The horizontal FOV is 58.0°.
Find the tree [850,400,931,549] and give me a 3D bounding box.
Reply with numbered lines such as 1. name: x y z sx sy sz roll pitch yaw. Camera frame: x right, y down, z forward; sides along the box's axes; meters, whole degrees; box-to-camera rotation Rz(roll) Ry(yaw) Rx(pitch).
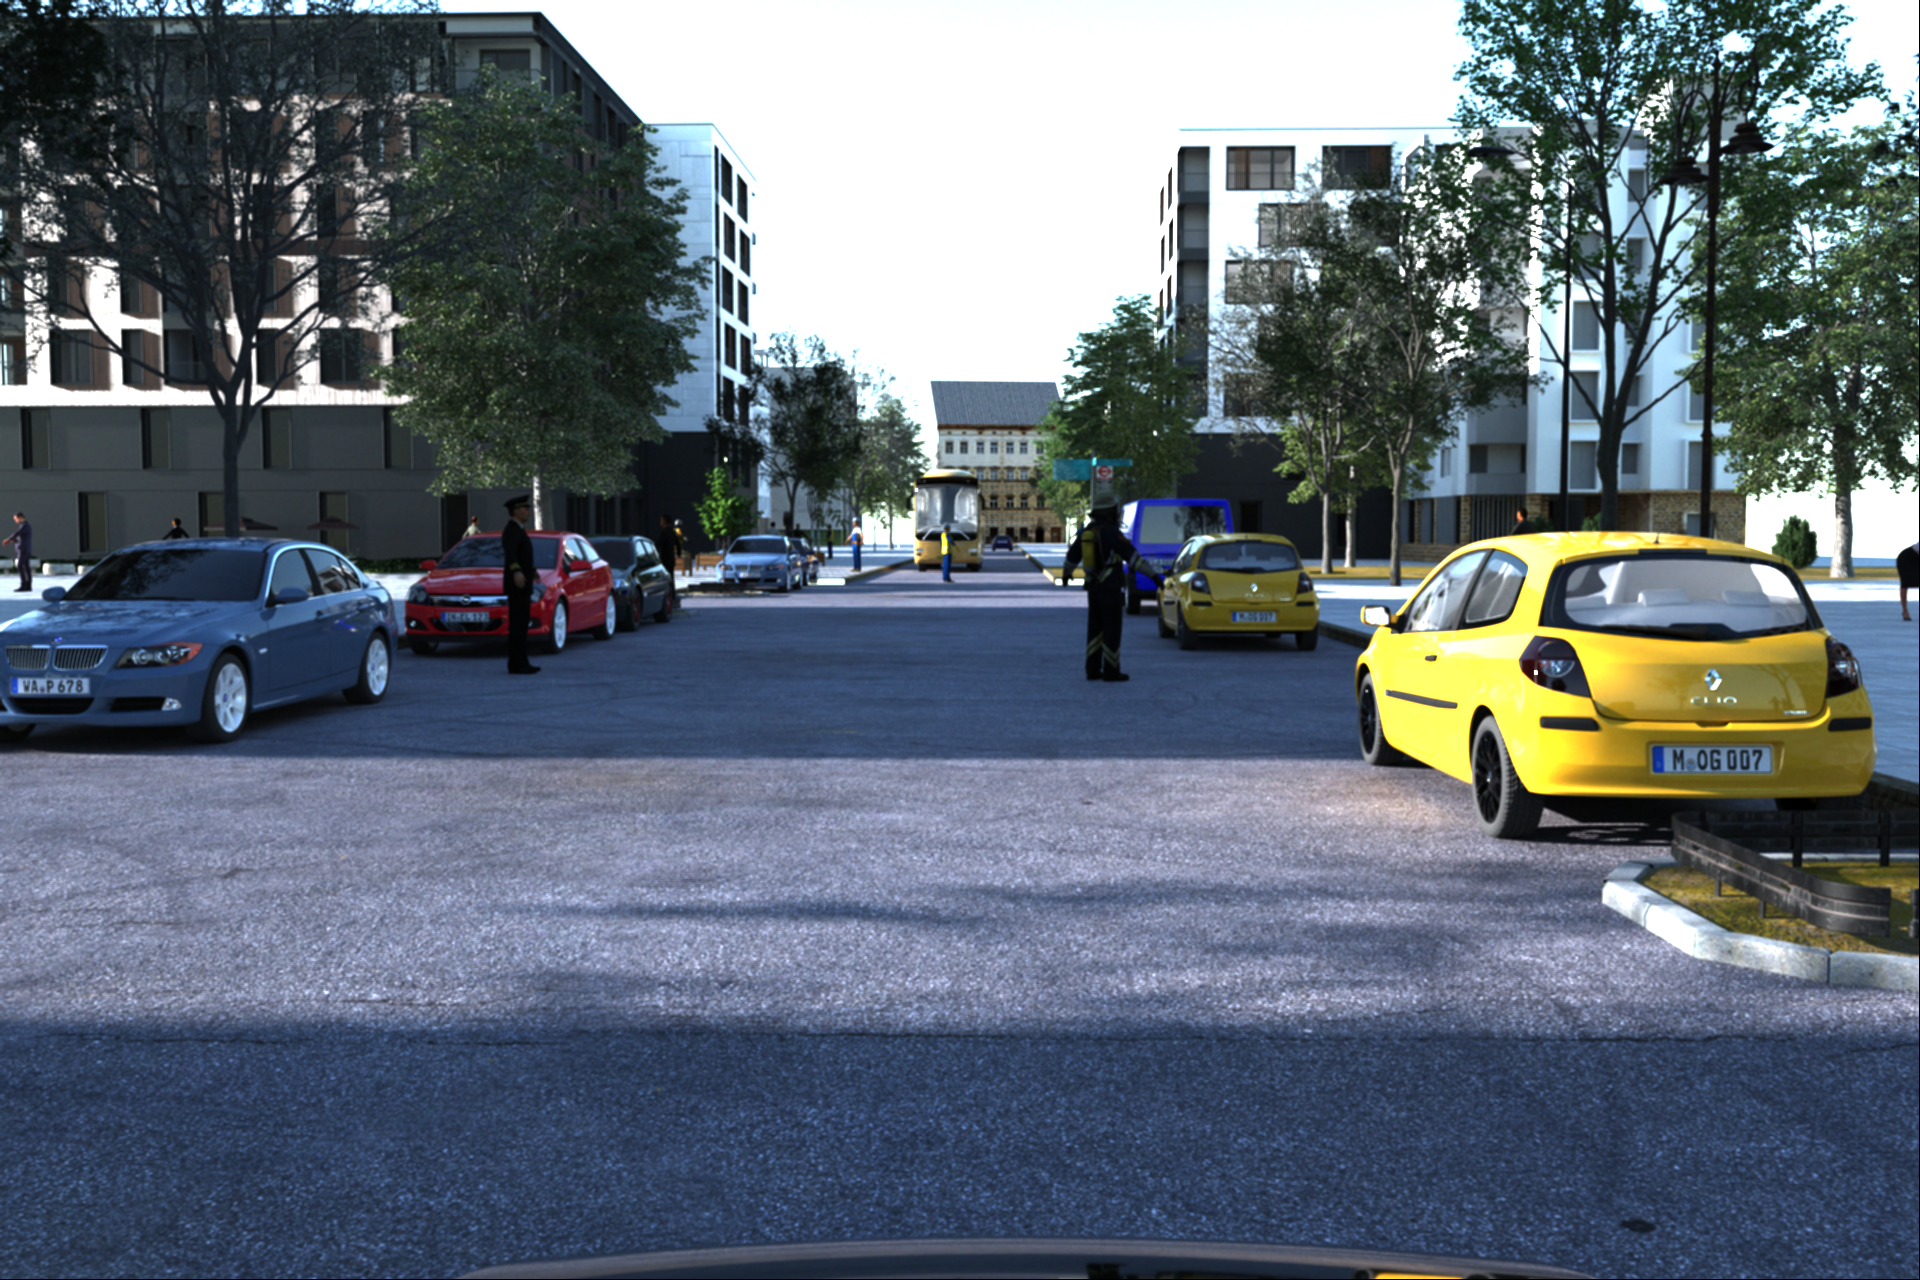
1. tree: -6.017 -13.928 145.857 7.486 12.596 7.792 0 3 0

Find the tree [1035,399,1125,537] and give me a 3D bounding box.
1. tree: 10.035 -13.805 143.845 7.486 12.596 7.792 0 3 0

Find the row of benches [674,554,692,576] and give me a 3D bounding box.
1. row of benches: -10.089 -2.305 53.153 4.104 0.672 1.422 1 4 14

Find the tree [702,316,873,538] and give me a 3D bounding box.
1. tree: -7.512 -8.613 75.233 8.767 10.594 7.601 1 4 15

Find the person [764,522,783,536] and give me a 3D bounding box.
1. person: -8.030 -4.184 74.589 1.347 1.806 0.705 1 4 22

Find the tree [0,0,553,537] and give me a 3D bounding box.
1. tree: -11.930 -7.202 28.123 12.009 13.543 11.850 0 3 0

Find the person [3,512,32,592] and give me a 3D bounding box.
1. person: -20.986 -1.963 38.584 0.568 1.767 0.683 -2 4 -26

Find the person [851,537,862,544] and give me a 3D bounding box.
1. person: -5.212 -4.816 88.002 0.599 1.433 0.991 -3 4 -38

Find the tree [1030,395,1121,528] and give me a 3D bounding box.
1. tree: 9.044 -12.443 129.191 9.928 11.665 9.643 0 3 0

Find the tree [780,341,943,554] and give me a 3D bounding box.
1. tree: -6.680 -12.297 111.428 12.009 13.543 11.850 0 3 0

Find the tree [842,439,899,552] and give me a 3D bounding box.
1. tree: -6.243 -10.635 124.239 4.737 8.622 4.395 0 3 0

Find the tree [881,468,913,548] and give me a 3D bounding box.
1. tree: -5.452 -12.460 154.089 4.360 8.622 3.978 0 3 0

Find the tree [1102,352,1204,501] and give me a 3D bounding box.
1. tree: 7.684 -7.379 71.010 4.737 8.622 4.395 0 3 0

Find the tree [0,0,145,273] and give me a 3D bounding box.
1. tree: -11.783 -4.976 15.773 8.767 10.594 7.601 -1 4 -13

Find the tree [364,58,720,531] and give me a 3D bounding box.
1. tree: -11.373 -8.577 46.897 9.857 13.997 8.962 0 3 0

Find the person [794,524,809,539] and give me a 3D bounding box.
1. person: -8.161 -4.975 87.482 1.346 1.812 0.704 -3 4 -36

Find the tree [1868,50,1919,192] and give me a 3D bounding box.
1. tree: 9.429 -4.662 10.641 8.767 10.594 7.601 -1 4 -14

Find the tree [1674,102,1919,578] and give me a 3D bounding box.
1. tree: 26.011 -8.821 50.877 9.857 13.997 8.962 0 3 0

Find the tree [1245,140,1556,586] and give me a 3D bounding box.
1. tree: 10.471 -6.590 42.155 7.601 10.594 8.767 -3 5 -44

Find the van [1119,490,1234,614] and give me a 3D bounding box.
1. van: 3.930 -1.720 32.501 2.240 2.365 5.245 0 4 1

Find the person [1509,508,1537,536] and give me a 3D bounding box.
1. person: 11.633 -1.826 35.918 1.348 1.821 0.705 -2 4 -34

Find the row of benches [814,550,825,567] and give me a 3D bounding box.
1. row of benches: -7.154 -3.274 68.987 4.104 0.672 1.422 2 4 27

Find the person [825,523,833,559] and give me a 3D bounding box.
1. person: -6.725 -5.088 89.151 0.705 1.833 1.349 0 4 7

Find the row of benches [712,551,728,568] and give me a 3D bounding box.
1. row of benches: -7.607 -3.020 64.842 4.104 0.672 1.422 2 4 31

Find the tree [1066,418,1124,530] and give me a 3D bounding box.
1. tree: 8.432 -9.591 107.174 4.737 8.622 4.395 0 3 0

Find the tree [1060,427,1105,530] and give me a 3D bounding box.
1. tree: 8.975 -10.319 119.074 4.737 8.622 4.395 0 3 0

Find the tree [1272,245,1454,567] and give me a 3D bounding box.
1. tree: 15.527 -9.104 66.971 7.486 12.596 7.792 0 3 0

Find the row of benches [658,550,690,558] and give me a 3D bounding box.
1. row of benches: -12.126 -3.120 66.476 4.104 0.672 1.422 -3 5 -40

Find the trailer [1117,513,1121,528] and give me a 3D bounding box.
1. trailer: 4.376 -2.612 49.759 1.471 1.999 3.904 0 4 2

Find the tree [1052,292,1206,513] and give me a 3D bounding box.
1. tree: 7.887 -9.995 81.552 7.486 12.596 7.792 0 3 0

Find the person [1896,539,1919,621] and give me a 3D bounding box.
1. person: 14.211 -0.994 25.483 0.799 1.438 0.628 3 4 36

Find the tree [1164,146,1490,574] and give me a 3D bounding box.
1. tree: 11.836 -8.906 55.978 12.009 13.543 11.850 0 3 0

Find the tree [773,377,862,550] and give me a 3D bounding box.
1. tree: -6.752 -8.034 81.723 4.737 8.622 4.395 0 3 0

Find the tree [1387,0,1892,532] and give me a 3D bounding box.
1. tree: 10.405 -6.216 27.385 9.928 11.665 9.643 0 3 0

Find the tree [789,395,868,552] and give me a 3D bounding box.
1. tree: -7.059 -8.398 87.676 4.737 8.622 4.395 0 3 0

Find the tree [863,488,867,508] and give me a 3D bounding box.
1. tree: -15.715 -19.713 240.428 7.486 12.596 7.792 0 3 0

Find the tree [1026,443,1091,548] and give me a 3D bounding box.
1. tree: 9.597 -13.454 154.385 8.767 10.594 7.601 1 4 22

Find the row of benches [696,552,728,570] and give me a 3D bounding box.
1. row of benches: -7.310 -2.772 60.790 4.104 0.672 1.422 1 4 21
